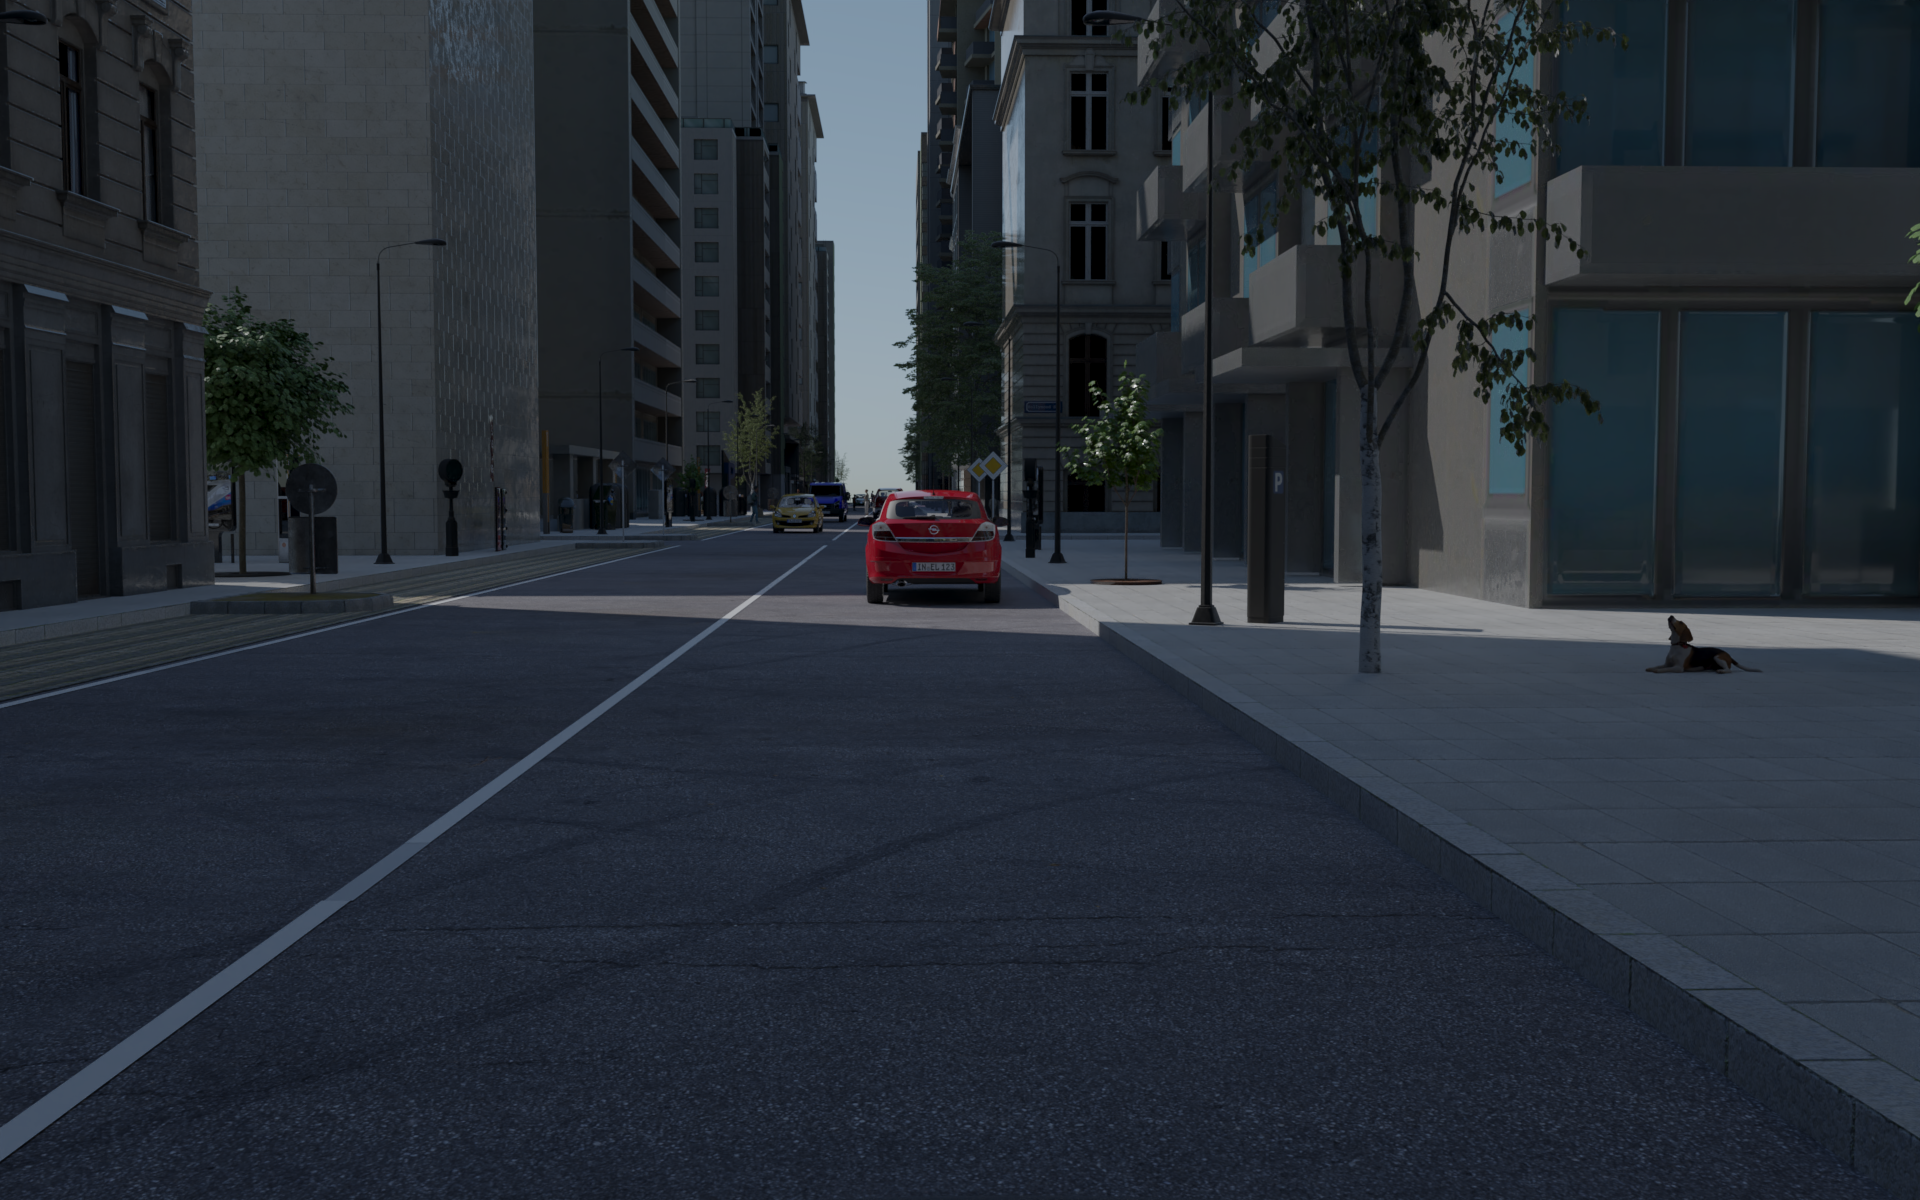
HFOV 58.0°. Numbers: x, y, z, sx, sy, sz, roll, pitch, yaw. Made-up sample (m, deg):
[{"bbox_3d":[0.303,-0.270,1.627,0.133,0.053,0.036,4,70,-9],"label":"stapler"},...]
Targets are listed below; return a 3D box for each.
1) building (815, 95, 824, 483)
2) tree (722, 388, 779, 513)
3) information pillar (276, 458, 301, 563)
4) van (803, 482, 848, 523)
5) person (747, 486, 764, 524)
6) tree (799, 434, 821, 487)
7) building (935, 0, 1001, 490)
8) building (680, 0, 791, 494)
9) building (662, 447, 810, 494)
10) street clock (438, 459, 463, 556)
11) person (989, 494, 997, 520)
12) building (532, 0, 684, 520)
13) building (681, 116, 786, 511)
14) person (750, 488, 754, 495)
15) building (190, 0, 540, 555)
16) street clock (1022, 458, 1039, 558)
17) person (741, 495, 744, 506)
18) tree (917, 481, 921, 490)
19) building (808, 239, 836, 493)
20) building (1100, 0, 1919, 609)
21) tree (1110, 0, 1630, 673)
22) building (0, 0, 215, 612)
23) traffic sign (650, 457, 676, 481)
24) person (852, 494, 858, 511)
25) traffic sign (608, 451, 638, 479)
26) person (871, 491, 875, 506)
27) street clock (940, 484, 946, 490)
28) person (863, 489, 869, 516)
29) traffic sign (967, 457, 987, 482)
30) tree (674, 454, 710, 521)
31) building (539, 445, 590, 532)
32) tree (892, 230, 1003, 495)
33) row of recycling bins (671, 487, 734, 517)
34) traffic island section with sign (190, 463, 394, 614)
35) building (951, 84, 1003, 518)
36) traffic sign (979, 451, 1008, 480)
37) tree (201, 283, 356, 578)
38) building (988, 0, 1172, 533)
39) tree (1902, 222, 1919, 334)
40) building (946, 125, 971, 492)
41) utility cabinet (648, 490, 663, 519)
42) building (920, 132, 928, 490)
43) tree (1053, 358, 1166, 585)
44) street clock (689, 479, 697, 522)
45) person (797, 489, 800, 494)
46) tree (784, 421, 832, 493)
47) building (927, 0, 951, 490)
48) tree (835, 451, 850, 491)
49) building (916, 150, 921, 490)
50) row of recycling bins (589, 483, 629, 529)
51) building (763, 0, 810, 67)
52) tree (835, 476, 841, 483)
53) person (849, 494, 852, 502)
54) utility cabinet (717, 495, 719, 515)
[{"bbox_3d":[-32.449,-38.907,225.374,28.713,52.752,27.495,0,4,-2],"label":"building"},{"bbox_3d":[-14.509,-10.398,120.363,4.737,8.622,4.395,0,3,0],"label":"tree"},{"bbox_3d":[-12.501,-1.699,32.278,0.304,2.012,0.304,2,4,26],"label":"information pillar"},{"bbox_3d":[-6.811,-5.169,88.896,2.240,2.365,5.245,0,4,-1],"label":"van"},{"bbox_3d":[-9.594,-4.454,81.302,0.713,1.824,0.794,1,4,17],"label":"person"},{"bbox_3d":[-18.070,-15.661,206.426,4.737,8.622,4.395,0,3,0],"label":"tree"},{"bbox_3d":[9.092,-30.248,149.183,22.147,44.769,28.867,0,4,-2],"label":"building"},{"bbox_3d":[-25.601,-43.666,152.189,20.563,71.187,20.611,0,4,-2],"label":"building"},{"bbox_3d":[-35.234,-34.219,251.368,32.217,40.220,23.993,0,4,-2],"label":"building"},{"bbox_3d":[-10.486,-1.904,35.696,0.358,2.002,0.471,2,4,30],"label":"street clock"},{"bbox_3d":[1.502,-4.214,79.208,0.640,1.303,0.475,3,4,38],"label":"person"},{"bbox_3d":[-27.301,-28.819,94.893,21.300,48.544,21.600,0,4,-2],"label":"building"},{"bbox_3d":[-21.328,-22.297,136.249,14.160,30.474,14.107,0,4,-2],"label":"building"},{"bbox_3d":[-14.821,-7.252,124.718,0.391,1.810,0.635,3,4,37],"label":"person"},{"bbox_3d":[-19.509,-11.361,40.509,16.860,20.320,10.420,0,4,-2],"label":"building"},{"bbox_3d":[1.415,-1.848,34.779,0.358,2.002,0.471,0,4,6],"label":"street clock"},{"bbox_3d":[-15.559,-6.931,124.054,0.332,1.250,0.352,-1,4,-9],"label":"person"},{"bbox_3d":[-4.721,-13.818,220.529,1.663,3.219,1.824,0,3,0],"label":"tree"},{"bbox_3d":[-26.826,-35.952,271.404,14.154,41.232,14.086,0,4,-2],"label":"building"},{"bbox_3d":[15.425,-25.167,31.091,23.786,49.044,30.456,0,4,-2],"label":"building"},{"bbox_3d":[2.853,-3.770,12.003,4.360,8.622,3.978,0,3,0],"label":"tree"},{"bbox_3d":[-14.929,-10.136,14.870,9.793,20.994,18.267,0,4,-2],"label":"building"},{"bbox_3d":[-9.361,-3.201,54.525,0.795,2.593,0.064,0,4,-2],"label":"traffic sign"},{"bbox_3d":[-9.104,-8.440,149.749,0.557,1.426,1.065,1,4,23],"label":"person"},{"bbox_3d":[-9.069,-2.713,46.546,0.795,2.593,0.064,0,4,-2],"label":"traffic sign"},{"bbox_3d":[-10.104,-11.831,201.810,0.599,1.838,0.709,0,4,4],"label":"person"},{"bbox_3d":[-1.193,-7.242,122.971,0.358,2.002,0.471,-2,4,-29],"label":"street clock"},{"bbox_3d":[-6.274,-6.524,115.722,0.362,1.759,0.519,-1,4,-12],"label":"person"},{"bbox_3d":[0.627,-3.222,54.869,0.795,2.593,0.064,0,4,-2],"label":"traffic sign"},{"bbox_3d":[-12.970,-5.422,83.247,1.663,3.219,1.824,0,3,0],"label":"tree"},{"bbox_3d":[-29.931,-22.777,64.292,32.217,40.220,23.993,0,4,-2],"label":"building"},{"bbox_3d":[0.838,-9.561,74.448,7.486,12.596,7.792,0,3,0],"label":"tree"},{"bbox_3d":[-14.675,-5.604,98.742,3.534,1.692,1.069,-1,4,-9],"label":"row of recycling bins"},{"bbox_3d":[-8.182,-0.787,21.494,1.989,1.847,2.006,0,4,-2],"label":"traffic island section with sign"},{"bbox_3d":[7.071,-16.867,94.840,14.314,24.678,30.058,0,4,-2],"label":"building"},{"bbox_3d":[0.919,-2.734,46.889,0.795,2.593,0.064,0,4,-2],"label":"traffic sign"},{"bbox_3d":[-11.242,-2.656,27.141,4.285,4.588,4.351,0,3,0],"label":"tree"},{"bbox_3d":[18.731,-14.845,61.807,34.723,24.649,14.460,0,4,-2],"label":"building"},{"bbox_3d":[8.271,-1.738,12.134,4.285,4.588,4.351,0,3,0],"label":"tree"},{"bbox_3d":[6.010,-20.418,119.735,13.634,28.700,20.117,0,4,-2],"label":"building"},{"bbox_3d":[-15.396,-4.831,87.664,0.318,1.500,1.173,-3,4,-36],"label":"utility cabinet"},{"bbox_3d":[2.470,-31.514,198.841,14.154,41.232,14.086,0,4,-2],"label":"building"},{"bbox_3d":[2.430,-1.850,24.841,1.663,3.219,1.824,0,3,0],"label":"tree"},{"bbox_3d":[-12.423,-4.645,80.509,0.358,2.002,0.471,0,4,1],"label":"street clock"},{"bbox_3d":[-18.067,-11.451,193.406,1.348,1.807,0.705,2,4,29],"label":"person"},{"bbox_3d":[-18.112,-16.194,199.182,7.601,10.594,8.767,0,4,2],"label":"tree"},{"bbox_3d":[7.144,-38.850,177.198,21.231,58.520,28.212,0,4,-2],"label":"building"},{"bbox_3d":[-20.103,-20.731,289.314,4.360,8.622,3.978,0,3,0],"label":"tree"},{"bbox_3d":[4.857,-37.261,232.913,21.300,48.544,21.600,0,4,-2],"label":"building"},{"bbox_3d":[-13.068,-3.528,64.787,1.069,1.692,3.534,0,4,2],"label":"row of recycling bins"},{"bbox_3d":[-30.160,-35.925,176.610,28.713,52.752,27.495,0,4,-2],"label":"building"},{"bbox_3d":[-20.905,-18.384,284.287,4.285,4.588,4.351,0,3,0],"label":"tree"},{"bbox_3d":[-17.100,-15.882,269.647,0.593,1.643,0.415,0,4,2],"label":"person"},{"bbox_3d":[-14.568,-5.715,104.595,1.020,1.237,0.306,-1,4,-18],"label":"utility cabinet"}]
